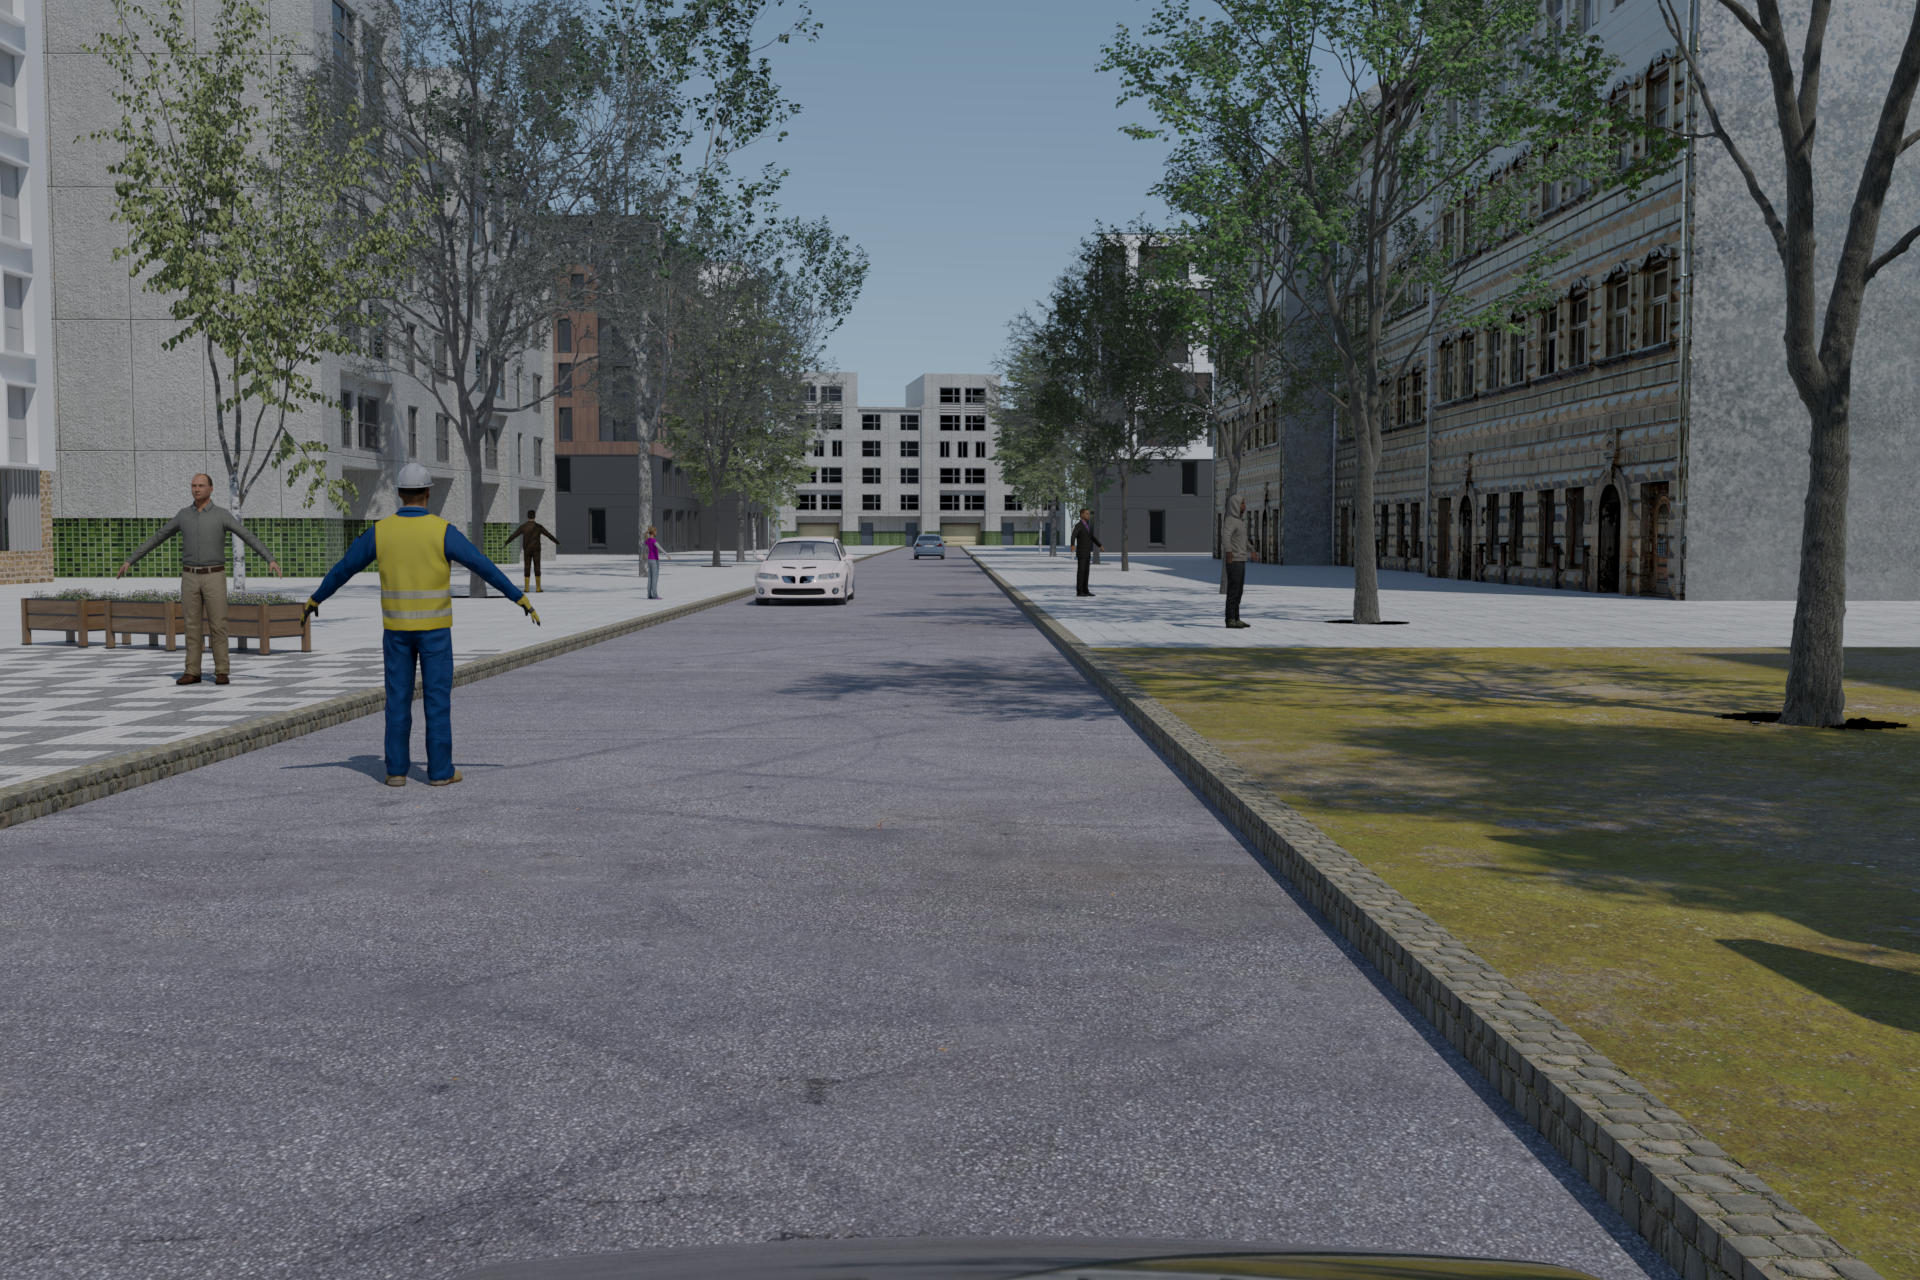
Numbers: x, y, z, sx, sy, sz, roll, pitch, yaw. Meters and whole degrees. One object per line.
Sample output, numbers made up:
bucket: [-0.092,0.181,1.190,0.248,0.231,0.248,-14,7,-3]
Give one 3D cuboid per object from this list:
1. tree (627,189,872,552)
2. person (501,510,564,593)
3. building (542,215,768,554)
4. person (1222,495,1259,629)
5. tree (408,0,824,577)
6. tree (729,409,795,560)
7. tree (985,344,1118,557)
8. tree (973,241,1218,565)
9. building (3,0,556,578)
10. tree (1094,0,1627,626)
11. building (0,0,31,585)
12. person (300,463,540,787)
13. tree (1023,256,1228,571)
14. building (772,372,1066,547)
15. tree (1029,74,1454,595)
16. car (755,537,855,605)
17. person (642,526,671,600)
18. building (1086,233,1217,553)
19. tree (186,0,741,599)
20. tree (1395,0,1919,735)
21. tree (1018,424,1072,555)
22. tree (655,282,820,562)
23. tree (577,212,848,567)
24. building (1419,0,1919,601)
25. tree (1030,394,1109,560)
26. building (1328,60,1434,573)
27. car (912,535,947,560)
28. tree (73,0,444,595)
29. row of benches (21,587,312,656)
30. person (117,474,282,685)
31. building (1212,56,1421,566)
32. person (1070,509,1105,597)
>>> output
tree: [-11.642,-14.705,96.312,12.611,20.169,13.585,0,3,0]
person: [-9.356,-1.942,37.886,1.346,1.812,0.704,0,4,-7]
building: [-30.029,-17.340,127.486,27.936,21.610,32.646,0,4,1]
person: [3.784,-1.068,23.596,0.705,1.813,1.348,2,4,25]
tree: [-10.388,-11.852,49.666,12.611,20.169,13.585,0,3,0]
tree: [-10.263,-8.351,86.897,4.737,8.622,4.395,0,3,0]
tree: [4.837,-10.936,96.933,7.486,12.596,7.792,0,3,0]
tree: [5.750,-9.896,72.164,12.009,13.543,11.850,0,3,0]
building: [-27.300,-12.198,65.903,16.747,18.905,31.486,0,4,-1]
tree: [5.763,-6.041,24.528,9.928,11.665,9.643,0,3,0]
building: [-28.789,-10.765,32.429,16.016,20.090,11.380,0,4,-1]
person: [-3.098,-0.090,9.902,1.349,1.833,0.705,0,4,-5]
tree: [5.386,-7.623,59.048,7.601,10.594,8.767,-3,4,-36]
building: [-5.161,-20.087,197.338,31.486,18.905,16.747,-1,4,-9]
tree: [5.618,-6.222,36.143,8.767,10.594,7.601,0,4,2]
car: [-3.222,-1.477,36.505,2.083,1.381,4.827,0,4,0]
person: [-5.965,-1.510,33.948,0.599,1.433,0.991,-3,5,-42]
building: [23.492,-17.751,134.199,27.936,21.610,32.646,0,4,0]
tree: [-9.609,-7.567,34.093,12.009,13.543,11.850,0,3,0]
tree: [5.693,-5.225,11.185,9.928,11.665,9.643,0,3,0]
tree: [4.724,-9.459,105.009,4.360,8.622,3.978,0,3,0]
tree: [-10.388,-9.805,78.437,7.486,12.596,7.792,0,3,0]
tree: [-9.404,-9.560,66.671,12.009,13.543,11.850,0,3,0]
building: [23.035,-12.879,41.498,19.493,23.208,18.063,0,3,0]
tree: [5.577,-8.226,84.854,4.360,8.622,3.978,0,3,0]
building: [24.335,-14.022,60.183,19.493,23.208,18.063,0,4,0]
car: [-1.726,-5.268,98.138,2.014,1.417,4.499,0,4,0]
tree: [-9.008,-4.371,21.832,4.737,8.622,4.395,0,3,0]
row of benches: [-8.840,-0.234,19.295,4.104,0.672,1.422,2,4,27]
person: [-6.462,-0.521,14.787,1.348,1.796,0.705,0,4,-6]
building: [22.211,-15.154,78.701,19.493,23.208,18.063,0,4,0]
person: [2.559,-1.788,35.465,0.704,1.802,1.346,2,4,32]
